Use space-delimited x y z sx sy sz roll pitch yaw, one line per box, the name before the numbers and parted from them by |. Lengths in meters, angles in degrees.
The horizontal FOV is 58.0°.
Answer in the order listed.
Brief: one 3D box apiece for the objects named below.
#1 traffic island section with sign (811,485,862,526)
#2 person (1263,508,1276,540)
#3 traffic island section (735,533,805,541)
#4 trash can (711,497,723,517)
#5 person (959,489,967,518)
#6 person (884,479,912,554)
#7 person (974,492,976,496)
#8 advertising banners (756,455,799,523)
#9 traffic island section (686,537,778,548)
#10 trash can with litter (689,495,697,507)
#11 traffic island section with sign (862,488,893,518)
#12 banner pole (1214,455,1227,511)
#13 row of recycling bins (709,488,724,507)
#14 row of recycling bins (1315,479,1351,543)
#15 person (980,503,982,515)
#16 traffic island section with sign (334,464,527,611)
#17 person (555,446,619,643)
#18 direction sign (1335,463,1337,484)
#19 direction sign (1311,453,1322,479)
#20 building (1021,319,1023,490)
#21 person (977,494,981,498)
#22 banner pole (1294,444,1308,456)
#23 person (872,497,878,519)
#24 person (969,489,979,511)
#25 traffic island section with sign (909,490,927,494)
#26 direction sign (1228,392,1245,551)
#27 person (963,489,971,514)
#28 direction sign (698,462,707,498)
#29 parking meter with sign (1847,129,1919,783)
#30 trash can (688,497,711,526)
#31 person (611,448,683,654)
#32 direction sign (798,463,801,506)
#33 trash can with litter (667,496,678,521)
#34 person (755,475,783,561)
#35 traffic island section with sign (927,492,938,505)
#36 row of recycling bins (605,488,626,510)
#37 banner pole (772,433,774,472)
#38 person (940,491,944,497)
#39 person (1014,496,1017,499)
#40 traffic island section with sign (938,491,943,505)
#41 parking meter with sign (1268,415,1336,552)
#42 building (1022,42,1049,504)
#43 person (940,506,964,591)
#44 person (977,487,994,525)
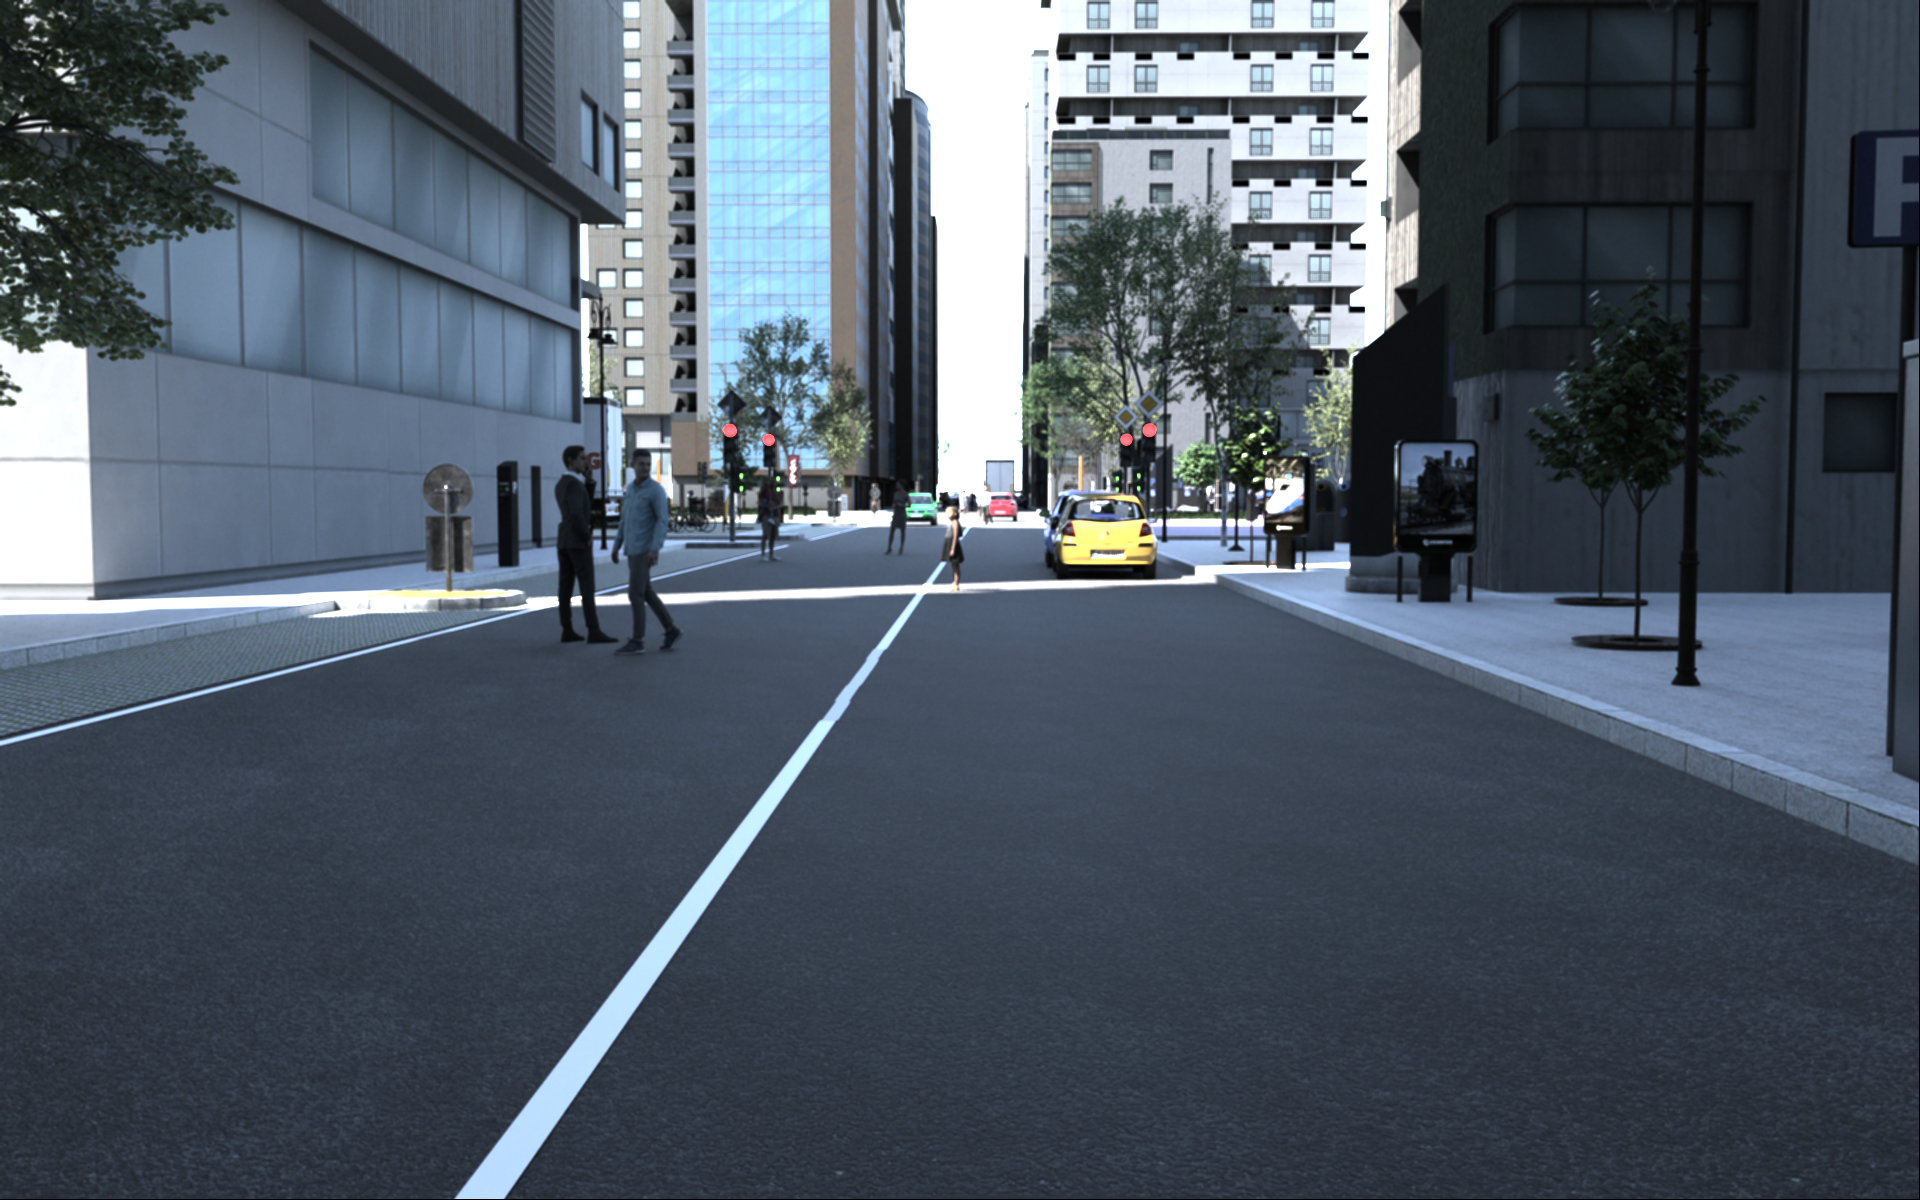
traffic island section with sign | -5.590 -4.219 77.612 1.989 1.847 2.006 0 4 1
person | 9.209 -2.559 50.529 0.709 1.800 0.728 1 4 19
traffic island section | -6.014 -1.987 54.772 2.009 0.180 2.903 0 4 1
trash can | -13.557 -5.124 95.434 0.748 1.137 0.748 0 3 0
person | 0.109 -5.699 102.421 0.466 1.731 0.760 3 5 41
person | -1.474 -1.977 41.169 0.599 1.781 0.374 2 4 29
person | 2.290 -15.405 261.294 0.530 1.710 0.541 3 5 43
advertising banners | -8.149 -4.973 77.489 2.074 3.025 0.090 1 4 16
traffic island section | -6.166 -1.499 46.788 2.009 0.180 2.903 0 4 1
trash can with litter | -17.838 -6.570 118.477 2.233 1.210 1.678 -1 4 -12
traffic island section with sign | -5.069 -5.871 104.623 1.989 1.847 2.006 0 4 1
banner pole | 14.989 -6.735 100.133 0.863 3.779 0.401 0 4 -1
row of recycling bins | -17.598 -7.245 125.570 1.069 1.692 3.534 0 4 -3
row of recycling bins | 10.609 -2.350 45.537 1.069 1.692 3.534 -3 4 -37
person | 1.565 -6.573 120.247 0.640 1.303 0.475 2 4 28
traffic island section with sign | -6.642 -0.822 22.061 1.989 1.847 2.006 0 4 1
person | -3.668 -0.548 16.822 0.474 1.900 0.648 -3 4 -37
direction sign | 27.619 -8.275 127.294 0.379 3.537 0.876 1 4 16
direction sign | 19.746 -6.360 95.983 0.876 3.537 0.379 -3 4 -38
building | 17.011 -31.209 281.960 14.160 30.474 14.107 0 4 1
person | 2.845 -14.547 249.529 0.799 1.438 0.628 -2 4 -30
banner pole | 16.940 -5.892 86.345 0.863 3.779 0.401 0 4 -3
person | -4.797 -5.153 97.427 0.362 1.253 0.373 3 4 38
person | 1.041 -8.252 143.419 1.348 1.824 0.705 3 5 44
traffic island section with sign | -4.158 -8.831 153.014 1.989 1.847 2.006 0 4 1
direction sign | 6.249 -2.879 39.067 0.379 3.537 0.876 1 4 21
person | 0.508 -7.088 124.745 0.716 1.782 0.532 2 4 33
direction sign | -18.298 -8.016 123.059 0.379 3.537 0.876 3 4 36
parking meter with sign | 4.441 -0.692 7.579 0.543 3.016 1.738 1 4 9
trash can | -10.436 -3.491 68.739 0.748 1.137 0.748 0 3 0
person | -2.802 -0.446 15.648 0.748 1.841 0.638 -2 4 -33
direction sign | -11.717 -8.209 126.213 0.379 3.537 0.876 -1 4 -19
trash can with litter | -13.670 -4.246 80.481 1.678 1.210 2.233 0 4 -7
person | -4.086 -1.748 37.048 0.573 1.828 0.580 0 4 7
traffic island section with sign | -3.623 -10.530 180.786 1.989 1.847 2.006 0 4 1
row of recycling bins | -25.529 -7.294 126.372 3.534 1.692 1.069 3 5 40
banner pole | -7.682 -4.945 70.874 0.401 3.779 0.863 -1 4 -15
person | -2.156 -13.367 227.028 1.348 1.826 0.705 -3 5 -41
person | 4.485 -8.834 153.645 1.217 1.736 0.721 1 4 15
traffic island section with sign | -2.569 -13.934 236.445 1.989 1.847 2.006 0 4 1
parking meter with sign | 7.637 -2.609 38.911 1.738 3.016 0.543 -2 4 -28
building | 19.627 -42.160 231.315 21.231 58.520 28.212 0 4 1
person | -0.123 -0.760 25.593 0.373 1.253 0.362 -1 4 -10
person | 1.136 -4.350 80.108 0.782 1.767 0.515 3 4 37
